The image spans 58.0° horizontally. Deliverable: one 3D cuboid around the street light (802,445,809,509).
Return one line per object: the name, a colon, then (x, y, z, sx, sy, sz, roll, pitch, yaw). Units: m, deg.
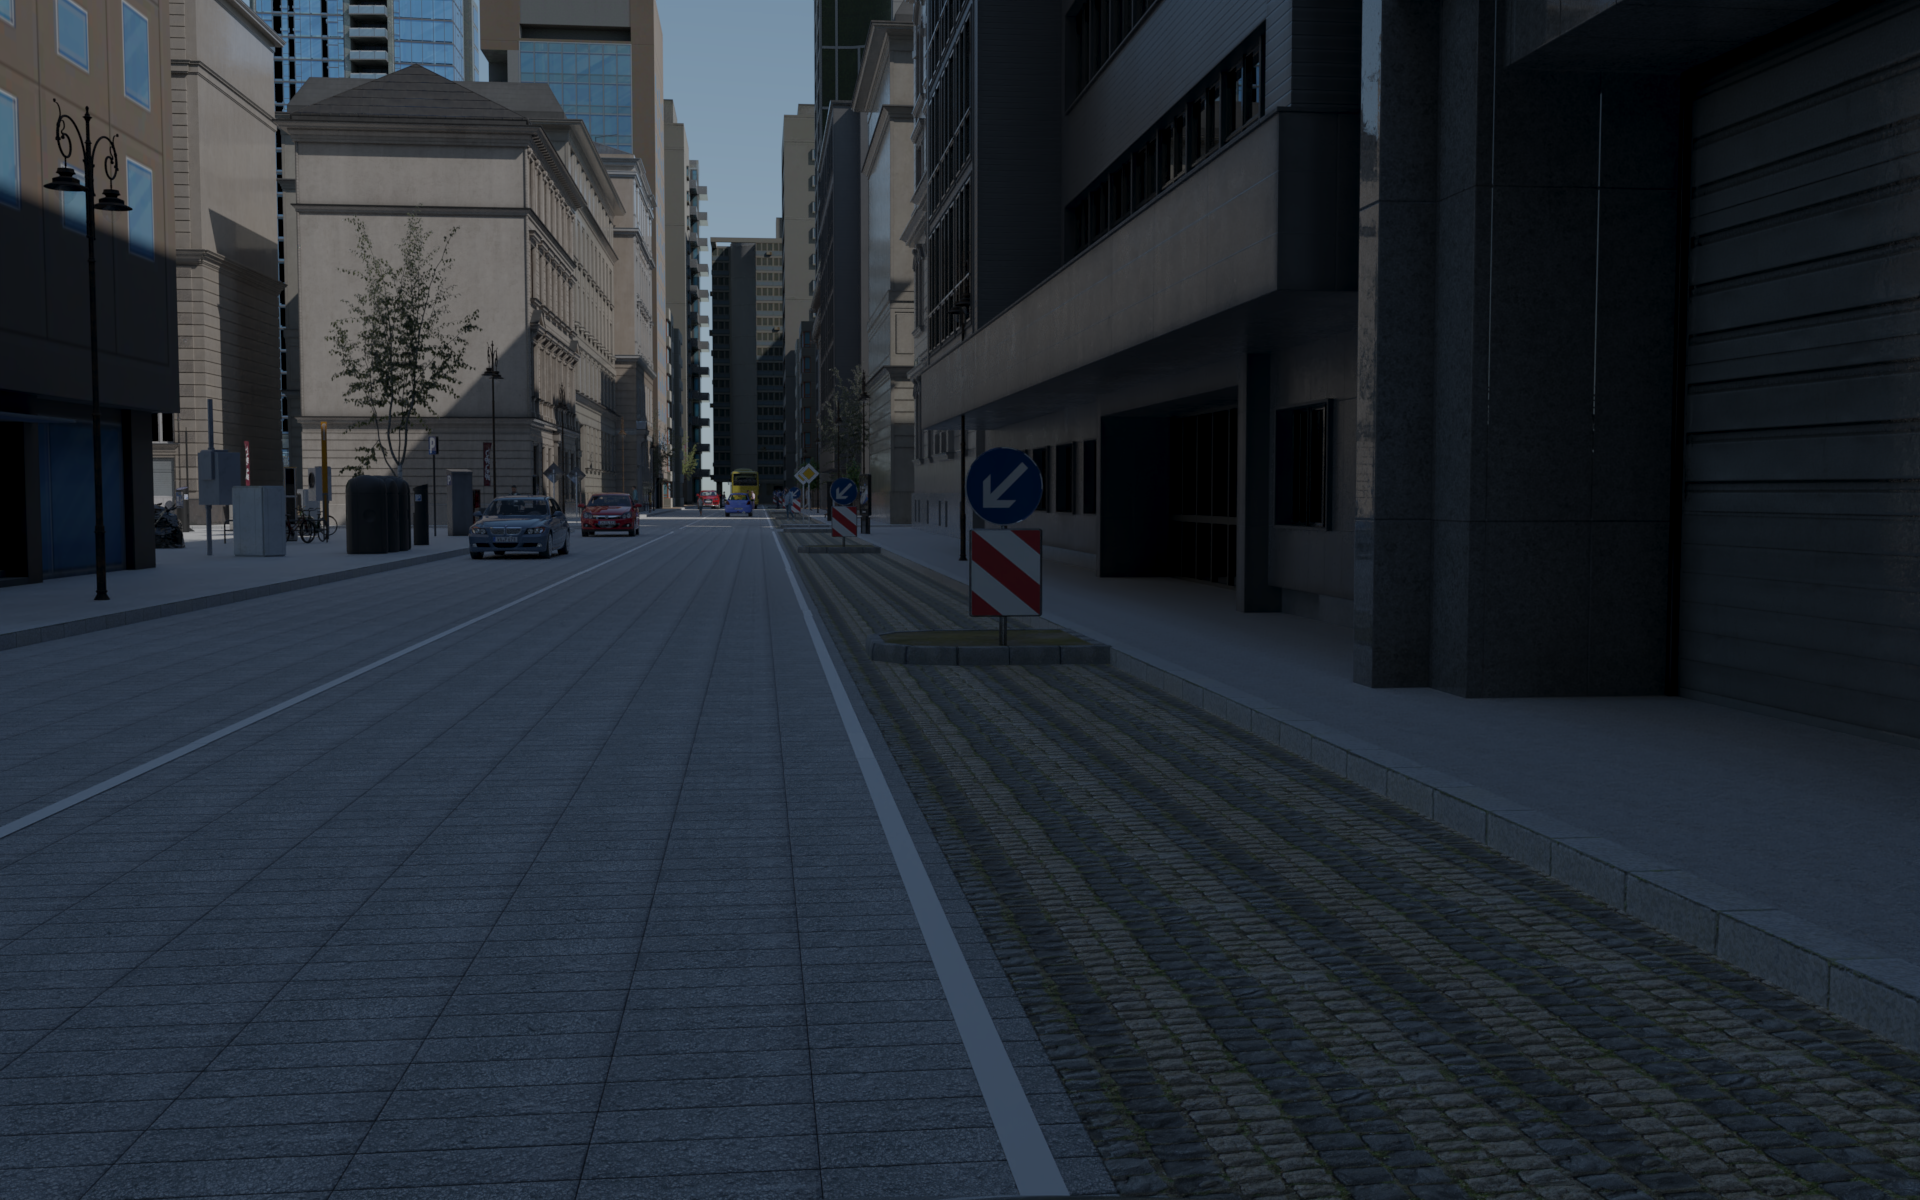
street light: (-13.168, -10.674, 147.301, 0.468, 5.910, 1.993, 0, 4, -7)

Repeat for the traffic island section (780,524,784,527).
traffic island section: (-6.542, -3.095, 72.884, 2.009, 0.180, 2.903, 0, 4, -7)

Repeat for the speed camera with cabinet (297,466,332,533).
speed camera with cabinet: (-21.664, -3.887, 57.893, 0.660, 3.252, 2.038, -3, 5, -41)

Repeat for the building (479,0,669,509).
building: (-33.254, -30.700, 152.049, 14.600, 45.320, 14.200, 0, 4, -7)

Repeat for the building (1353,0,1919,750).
building: (9.793, -11.246, 1.893, 12.078, 24.808, 19.932, 0, 4, -7)

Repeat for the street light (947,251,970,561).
street light: (0.059, -3.694, 33.180, 0.468, 5.910, 1.993, 0, 4, -7)

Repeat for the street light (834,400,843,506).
street light: (-6.006, -6.909, 85.746, 0.468, 5.910, 1.993, 0, 4, -7)

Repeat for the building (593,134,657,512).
building: (-29.814, -21.006, 129.359, 13.634, 28.700, 20.117, 0, 4, -7)

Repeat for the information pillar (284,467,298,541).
information pillar: (-18.142, -2.598, 46.972, 0.304, 2.012, 0.304, -1, 4, -16)

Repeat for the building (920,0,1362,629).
building: (7.777, -12.725, 27.115, 14.314, 24.678, 30.058, 0, 4, -7)

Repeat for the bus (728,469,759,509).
bus: (-20.852, -10.739, 167.123, 2.896, 3.916, 12.252, -1, 4, -8)

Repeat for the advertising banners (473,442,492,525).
advertising banners: (-16.148, -3.762, 57.691, 0.090, 3.025, 2.074, 1, 4, 18)

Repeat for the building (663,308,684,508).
building: (-42.376, -20.101, 173.684, 27.650, 21.520, 28.899, 0, 4, -7)

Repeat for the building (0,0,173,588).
building: (-19.759, -22.711, 21.437, 14.600, 45.320, 14.200, 0, 4, -7)

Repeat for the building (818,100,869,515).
building: (-1.642, -19.506, 112.422, 14.314, 27.812, 24.014, 0, 4, -7)

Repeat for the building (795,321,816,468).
building: (-3.778, -21.040, 189.047, 27.650, 21.520, 28.899, 0, 4, -7)

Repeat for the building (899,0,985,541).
building: (5.642, -16.287, 53.686, 14.401, 28.519, 23.554, 0, 4, -7)

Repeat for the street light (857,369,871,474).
street light: (-3.579, -5.607, 64.465, 0.468, 5.910, 1.993, 0, 4, -7)

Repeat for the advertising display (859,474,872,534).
advertising display: (-3.043, -3.087, 55.693, 0.123, 1.923, 0.974, -1, 4, -20)

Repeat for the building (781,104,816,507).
building: (-10.961, -36.028, 212.759, 21.300, 48.544, 21.600, 0, 4, -7)

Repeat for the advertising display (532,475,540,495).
advertising display: (-14.314, -3.259, 58.500, 0.123, 1.923, 0.974, 0, 4, -7)

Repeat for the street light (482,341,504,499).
street light: (-14.078, -4.864, 52.311, 0.468, 5.910, 1.993, 0, 4, -7)

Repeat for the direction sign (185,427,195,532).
direction sign: (-26.344, -4.102, 59.059, 0.379, 3.537, 0.876, -2, 4, -24)

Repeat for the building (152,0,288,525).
building: (-43.337, -16.936, 74.162, 25.104, 27.353, 12.463, 0, 4, -7)

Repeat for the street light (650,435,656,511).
street light: (-23.530, -9.794, 132.917, 0.468, 5.910, 1.993, 0, 4, -7)

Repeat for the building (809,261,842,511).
building: (-4.844, -18.036, 136.696, 13.314, 21.916, 24.055, 0, 4, -7)

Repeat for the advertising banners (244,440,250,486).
advertising banners: (-23.465, -3.756, 57.596, 0.090, 3.025, 2.074, 0, 4, -6)

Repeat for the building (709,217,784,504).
building: (-23.383, -33.906, 246.251, 23.993, 40.220, 32.217, 0, 4, -7)

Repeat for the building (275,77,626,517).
building: (-29.327, -16.581, 104.381, 16.112, 22.955, 30.059, 0, 4, -7)

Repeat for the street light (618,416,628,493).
street light: (-19.920, -7.927, 102.391, 0.468, 5.910, 1.993, 0, 4, -7)

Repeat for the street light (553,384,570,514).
street light: (-16.470, -6.059, 71.846, 0.468, 5.910, 1.993, 0, 4, -7)

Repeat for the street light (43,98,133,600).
street light: (-10.394, -2.937, 20.801, 0.468, 5.910, 1.993, 0, 4, -7)

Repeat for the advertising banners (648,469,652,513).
advertising banners: (-21.270, -7.512, 119.012, 0.090, 3.025, 2.074, 0, 4, -4)

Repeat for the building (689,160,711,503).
building: (-49.948, -37.868, 238.756, 30.456, 49.044, 23.786, 0, 4, -7)

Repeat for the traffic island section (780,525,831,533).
traffic island section: (-5.616, -2.610, 64.953, 2.009, 0.180, 2.903, 0, 4, -7)

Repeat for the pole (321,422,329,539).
pole: (-17.965, -3.373, 48.991, 0.158, 3.312, 0.155, 0, 3, 0)

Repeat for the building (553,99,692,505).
building: (-43.547, -35.790, 208.863, 21.600, 48.544, 21.300, 0, 4, -7)

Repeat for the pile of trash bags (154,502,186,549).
pile of trash bags: (-20.171, -1.902, 40.851, 3.447, 1.369, 1.912, -2, 4, -24)

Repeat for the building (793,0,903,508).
building: (-5.271, -44.283, 162.273, 20.563, 71.187, 20.611, 0, 4, -7)

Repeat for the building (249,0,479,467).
building: (-69.743, -54.595, 205.293, 31.000, 86.520, 22.319, 0, 4, -7)

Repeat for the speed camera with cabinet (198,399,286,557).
speed camera with cabinet: (-14.892, -2.542, 35.893, 2.038, 3.252, 0.660, 2, 4, 30)

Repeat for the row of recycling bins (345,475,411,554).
row of recycling bins: (-12.879, -1.922, 38.545, 1.069, 1.692, 3.534, 0, 4, -7)

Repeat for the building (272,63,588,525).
building: (-23.397, -13.162, 79.832, 10.561, 19.102, 19.286, 0, 4, -7)

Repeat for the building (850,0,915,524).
building: (10.348, -15.176, 81.408, 30.059, 22.955, 16.112, 0, 4, -7)

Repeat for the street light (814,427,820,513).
street light: (-9.592, -8.806, 116.771, 0.468, 5.910, 1.993, 0, 4, -7)
